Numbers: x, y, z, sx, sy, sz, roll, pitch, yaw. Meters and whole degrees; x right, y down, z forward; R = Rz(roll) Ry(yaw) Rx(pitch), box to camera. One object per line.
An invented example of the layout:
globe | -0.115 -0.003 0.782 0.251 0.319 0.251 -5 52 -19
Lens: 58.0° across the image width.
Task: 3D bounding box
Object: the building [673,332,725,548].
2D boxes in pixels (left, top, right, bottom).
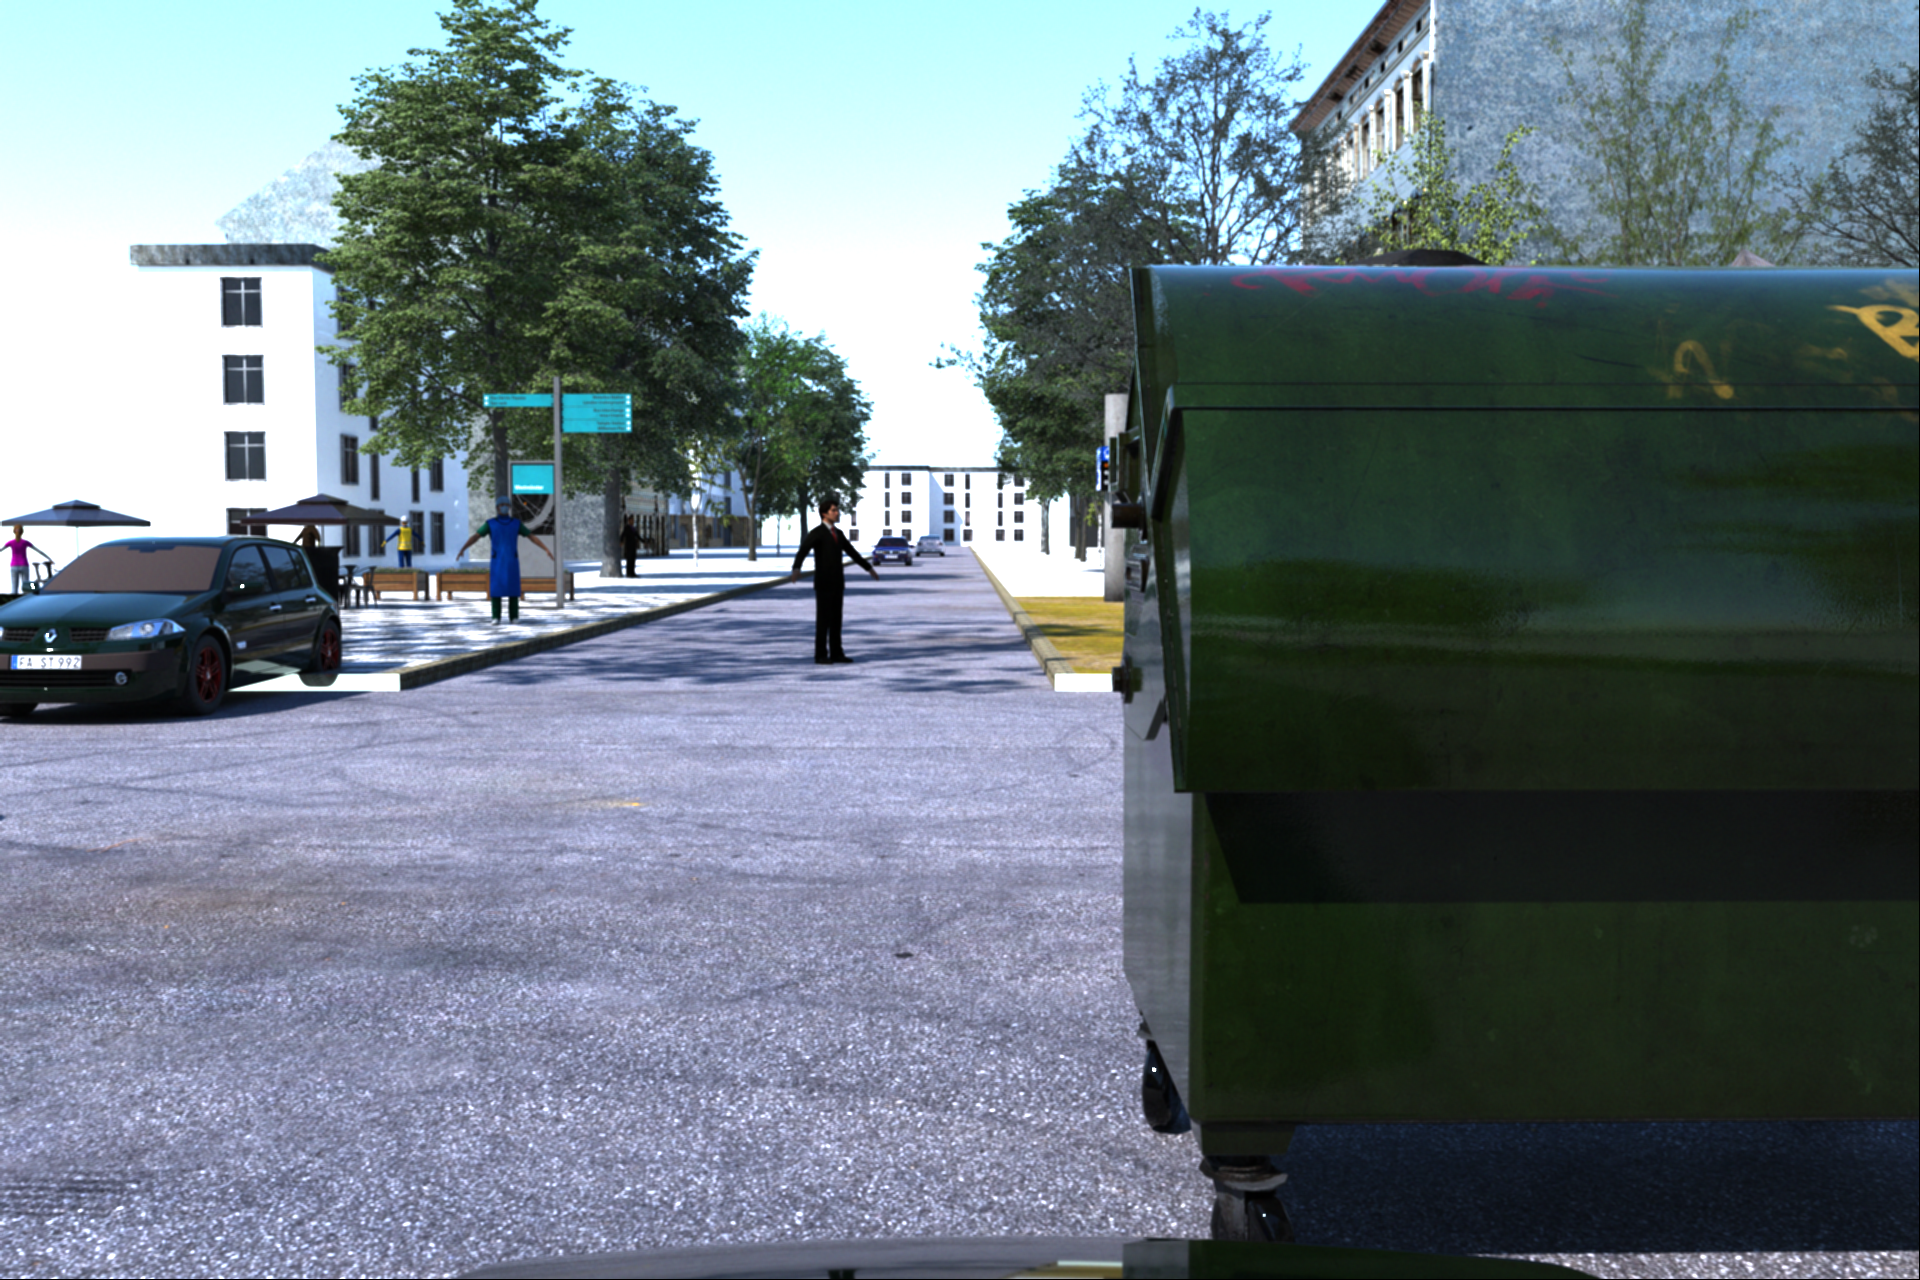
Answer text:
building | -28.800 -18.715 162.402 16.016 20.090 11.380 0 4 0

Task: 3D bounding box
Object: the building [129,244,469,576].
building | -23.045 -7.473 64.326 9.099 9.664 28.070 0 4 1

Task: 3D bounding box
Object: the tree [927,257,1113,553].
tree | 4.633 -16.087 118.910 12.611 20.169 13.585 0 3 0

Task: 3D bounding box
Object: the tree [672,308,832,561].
tree | -9.860 -9.503 81.133 9.928 11.665 9.643 0 3 0

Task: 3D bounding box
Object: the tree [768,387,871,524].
tree | -9.775 -11.991 121.806 9.928 11.665 9.643 0 3 0

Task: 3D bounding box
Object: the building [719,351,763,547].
building | -26.743 -19.696 178.445 16.016 20.090 11.380 0 4 0

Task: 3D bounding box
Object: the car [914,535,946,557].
car | -1.934 -6.078 111.739 2.083 1.381 4.827 0 4 -1

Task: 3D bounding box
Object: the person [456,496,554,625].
person | -6.445 -1.125 24.528 1.347 1.817 0.704 -1 4 -23

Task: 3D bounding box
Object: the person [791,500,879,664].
person | -1.424 -0.644 19.179 0.705 1.806 1.347 3 5 39

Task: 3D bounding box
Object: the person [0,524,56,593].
person | -14.802 -1.102 27.278 0.991 1.433 0.599 -2 4 -23

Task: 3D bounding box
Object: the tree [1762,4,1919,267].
tree | 21.368 -7.577 34.256 12.009 13.543 11.850 0 3 0

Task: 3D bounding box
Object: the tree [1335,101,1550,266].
tree | 8.420 -4.837 29.449 4.737 8.622 4.395 0 3 0

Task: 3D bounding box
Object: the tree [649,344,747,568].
tree | -9.943 -7.013 65.025 4.737 8.622 4.395 0 3 0

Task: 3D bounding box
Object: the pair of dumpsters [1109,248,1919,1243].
pair of dumpsters | 2.539 0.073 3.765 4.436 2.255 1.574 0 4 -1

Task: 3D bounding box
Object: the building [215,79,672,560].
building | -26.455 -16.044 93.243 19.493 23.208 18.063 0 4 -1

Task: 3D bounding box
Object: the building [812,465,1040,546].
building | -4.084 -16.327 211.552 28.070 9.664 9.099 0 4 -4

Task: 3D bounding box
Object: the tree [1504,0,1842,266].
tree | 9.500 -4.452 23.148 4.360 8.622 3.978 0 3 0

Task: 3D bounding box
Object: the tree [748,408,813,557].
tree | -10.104 -8.938 96.491 4.737 8.622 4.395 0 3 0

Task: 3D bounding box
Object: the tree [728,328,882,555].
tree | -9.675 -12.191 105.975 9.857 13.997 8.962 0 3 0

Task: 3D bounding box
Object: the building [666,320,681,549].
building | -29.458 -17.231 138.148 16.016 20.090 11.380 0 4 1

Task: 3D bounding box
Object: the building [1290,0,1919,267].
building | 21.838 -13.713 55.130 19.493 23.208 18.063 0 4 0

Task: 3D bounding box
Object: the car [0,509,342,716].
car | -6.770 -0.313 14.899 2.009 1.686 4.222 0 4 0

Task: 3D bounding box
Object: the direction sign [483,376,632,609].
direction sign | -6.808 -2.523 30.007 2.525 3.948 1.411 0 4 2

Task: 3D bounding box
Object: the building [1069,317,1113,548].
building | 25.022 -20.443 178.222 27.936 21.610 32.646 0 4 0

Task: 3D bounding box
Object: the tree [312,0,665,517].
tree | -9.890 -7.229 36.327 7.486 12.596 7.792 0 3 0

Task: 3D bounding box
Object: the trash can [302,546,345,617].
trash can | -7.636 -0.536 20.419 0.748 1.137 0.748 0 3 0

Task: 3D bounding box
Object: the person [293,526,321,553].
person | -16.802 -2.353 44.605 1.346 1.812 0.704 3 4 38

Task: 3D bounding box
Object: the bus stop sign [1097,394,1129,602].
bus stop sign | 3.043 -2.679 32.816 0.837 3.901 0.837 0 4 -1

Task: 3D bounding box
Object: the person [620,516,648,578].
person | -9.648 -2.735 50.934 0.704 1.802 1.346 1 4 23

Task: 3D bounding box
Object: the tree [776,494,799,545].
tree | -20.764 -15.861 209.685 4.737 8.622 4.395 0 3 0

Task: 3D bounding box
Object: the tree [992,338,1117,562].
tree | 5.671 -8.801 78.309 8.767 10.594 7.601 -1 4 -14

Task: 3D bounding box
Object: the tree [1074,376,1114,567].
tree | 5.604 -7.123 66.826 4.737 8.622 4.395 0 3 0

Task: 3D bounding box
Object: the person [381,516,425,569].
person | -15.149 -2.490 47.177 1.216 1.772 0.721 -3 5 -39

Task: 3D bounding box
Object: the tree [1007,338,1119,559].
tree | 6.043 -9.939 88.252 9.928 11.665 9.643 0 3 0

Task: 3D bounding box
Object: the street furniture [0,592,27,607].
street furniture | -14.355 -0.315 20.784 5.734 0.657 10.072 0 4 3

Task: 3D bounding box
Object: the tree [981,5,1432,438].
tree | 5.622 -7.921 39.884 12.009 13.543 11.850 0 3 0

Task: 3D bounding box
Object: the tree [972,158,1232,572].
tree | 5.021 -9.219 57.380 9.857 13.997 8.962 0 3 0

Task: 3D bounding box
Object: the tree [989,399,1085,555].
tree | 5.073 -10.415 104.692 8.767 10.594 7.601 3 5 44

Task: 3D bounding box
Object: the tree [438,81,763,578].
tree | -10.260 -8.804 50.604 9.857 13.997 8.962 0 3 0

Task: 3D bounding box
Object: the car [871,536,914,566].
car | -3.055 -4.027 78.420 1.945 1.354 3.894 0 4 0

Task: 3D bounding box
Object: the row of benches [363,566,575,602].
row of benches | -9.511 -1.089 33.266 4.104 0.672 1.422 0 4 5
